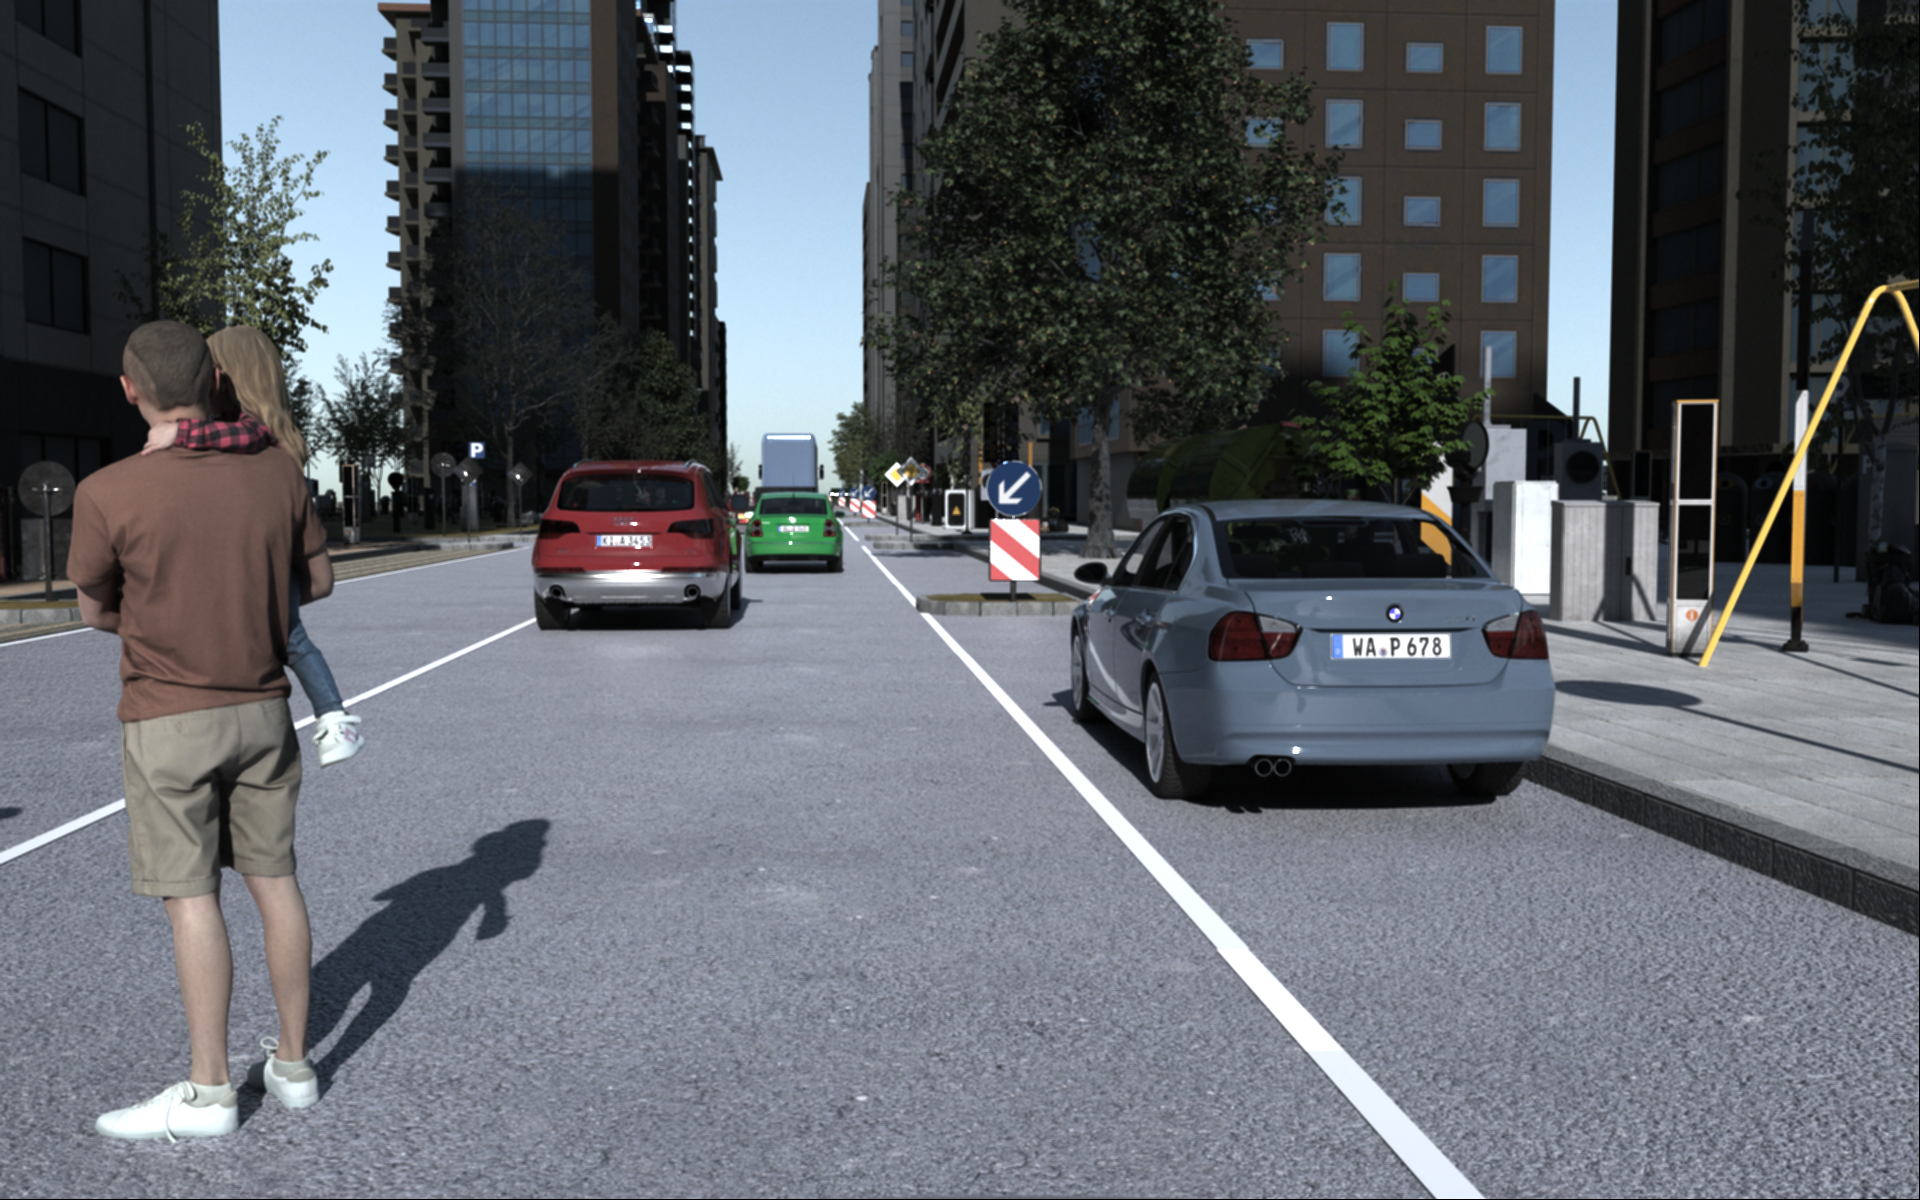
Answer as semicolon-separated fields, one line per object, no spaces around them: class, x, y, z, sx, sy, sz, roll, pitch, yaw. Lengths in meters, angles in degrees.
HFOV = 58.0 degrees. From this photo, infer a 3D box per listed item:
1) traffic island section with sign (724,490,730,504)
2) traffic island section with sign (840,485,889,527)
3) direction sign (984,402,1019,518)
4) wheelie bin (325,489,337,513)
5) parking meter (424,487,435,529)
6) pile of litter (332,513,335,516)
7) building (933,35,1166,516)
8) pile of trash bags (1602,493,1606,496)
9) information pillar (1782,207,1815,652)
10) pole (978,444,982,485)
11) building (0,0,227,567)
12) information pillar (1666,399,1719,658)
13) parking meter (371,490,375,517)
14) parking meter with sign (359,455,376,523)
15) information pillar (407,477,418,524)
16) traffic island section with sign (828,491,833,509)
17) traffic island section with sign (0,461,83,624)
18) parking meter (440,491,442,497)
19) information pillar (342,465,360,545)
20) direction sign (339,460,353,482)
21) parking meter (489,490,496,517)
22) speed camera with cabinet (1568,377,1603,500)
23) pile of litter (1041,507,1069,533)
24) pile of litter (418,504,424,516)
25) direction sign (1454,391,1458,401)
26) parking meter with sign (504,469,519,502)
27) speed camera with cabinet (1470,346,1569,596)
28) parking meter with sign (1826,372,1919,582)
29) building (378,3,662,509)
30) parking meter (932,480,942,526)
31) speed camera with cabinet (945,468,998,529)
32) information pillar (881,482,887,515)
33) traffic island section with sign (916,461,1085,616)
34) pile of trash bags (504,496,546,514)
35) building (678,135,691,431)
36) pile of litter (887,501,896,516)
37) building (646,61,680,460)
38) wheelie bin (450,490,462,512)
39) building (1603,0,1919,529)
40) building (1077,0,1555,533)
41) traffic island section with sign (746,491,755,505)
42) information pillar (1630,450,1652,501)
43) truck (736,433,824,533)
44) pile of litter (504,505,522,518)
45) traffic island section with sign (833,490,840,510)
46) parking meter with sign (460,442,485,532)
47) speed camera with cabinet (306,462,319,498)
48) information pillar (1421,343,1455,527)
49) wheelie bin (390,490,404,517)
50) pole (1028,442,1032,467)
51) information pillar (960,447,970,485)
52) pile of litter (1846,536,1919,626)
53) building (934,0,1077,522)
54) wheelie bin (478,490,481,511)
traffic island section with sign;-24.069;-10.440;179.327;1.989;1.847;2.006;0;4;-5
traffic island section with sign;-4.174;-4.167;76.766;1.989;1.847;2.006;0;4;-5
direction sign;1.011;-3.102;42.722;0.876;3.537;0.379;1;4;14
wheelie bin;-43.353;-6.810;119.250;0.980;1.594;0.693;3;4;36
parking meter;-19.407;-3.359;63.326;0.372;1.533;0.369;0;3;0
pile of litter;-37.705;-5.397;102.199;1.719;0.858;1.176;0;4;8
building;5.570;-28.797;120.948;14.600;45.320;14.200;0;4;-5
pile of trash bags;41.717;-6.077;109.118;3.447;1.369;1.912;-1;4;-9
information pillar;6.820;-1.387;14.032;0.183;3.616;0.504;2;4;27
pole;0.815;-4.660;70.039;0.158;3.312;0.155;0;3;0
building;-27.392;-36.275;31.356;20.611;71.187;20.563;0;4;-5
information pillar;5.760;-0.559;13.635;0.304;2.012;0.304;1;4;15
parking meter;-32.755;-5.383;96.421;0.372;1.533;0.369;0;3;0
parking meter with sign;-26.974;-5.031;78.511;0.543;3.016;1.738;-2;4;-33
information pillar;-23.718;-4.314;75.030;0.304;2.012;0.304;2;4;29
traffic island section with sign;-10.604;-8.872;153.688;1.989;1.847;2.006;0;4;-5
traffic island section with sign;-10.733;-0.693;19.966;1.989;1.847;2.006;0;4;-5
parking meter;-36.379;-6.936;121.817;0.372;1.533;0.369;0;3;0
information pillar;-15.300;-2.387;43.513;0.304;2.012;0.304;0;4;4
direction sign;-41.169;-7.600;116.251;0.876;3.537;0.379;-1;4;-16
parking meter;-26.372;-5.465;97.761;0.372;1.533;0.369;0;3;0
speed camera with cabinet;9.736;-2.135;29.247;2.038;3.252;0.660;0;4;4
pile of litter;2.928;-2.696;58.037;1.719;0.858;1.176;-2;4;-26
pile of litter;-31.663;-5.364;101.668;1.176;0.858;1.719;-1;4;-11
direction sign;10.521;-2.811;37.952;0.876;3.537;0.379;-2;4;-24
parking meter with sign;-30.097;-7.435;117.829;1.738;3.016;0.543;2;4;24
speed camera with cabinet;7.233;-1.729;22.605;0.660;3.252;2.038;0;4;2
parking meter with sign;13.529;-1.770;25.205;1.738;3.016;0.543;-1;4;-11
building;-38.498;-30.573;154.490;22.147;44.769;28.867;0;4;-5
parking meter;-0.923;-3.911;69.661;0.255;1.863;0.399;-3;5;-45
speed camera with cabinet;0.489;-4.194;62.901;2.038;3.252;0.660;1;4;18
information pillar;-4.611;-6.158;105.170;0.304;2.012;0.304;-1;4;-14
traffic island section with sign;0.472;-0.774;21.290;1.989;1.847;2.006;0;4;-5
pile of trash bags;-25.581;-5.660;102.295;3.447;1.369;1.912;3;5;40
building;-37.263;-31.033;190.991;14.154;41.232;14.086;0;4;-5
pile of litter;-3.632;-5.308;100.750;1.176;0.858;1.719;-2;4;-29
building;-36.104;-32.179;176.242;14.600;45.320;14.200;0;4;-5
wheelie bin;-36.254;-7.157;124.932;0.693;1.594;0.980;2;4;31
building;41.187;-25.384;69.651;28.867;44.769;22.147;0;4;-5
building;12.074;-25.277;63.382;14.200;45.320;14.600;0;4;-5
traffic island section with sign;-30.976;-15.496;261.980;1.989;1.847;2.006;0;4;-5
information pillar;11.422;-1.504;29.088;0.304;2.012;0.304;1;4;15
truck;-7.280;-4.969;70.995;2.967;4.110;18.799;0;4;-3
pile of litter;-23.677;-4.784;92.183;1.719;0.858;1.176;-2;4;-29
traffic island section with sign;-6.417;-5.810;103.628;1.989;1.847;2.006;0;4;-5
parking meter with sign;-16.621;-3.826;58.816;0.543;3.016;1.738;-2;4;-30
speed camera with cabinet;-39.467;-6.741;104.543;0.660;3.252;2.038;0;4;7
information pillar;7.487;-2.186;27.099;0.504;3.616;0.183;2;4;30
wheelie bin;-31.093;-5.376;95.803;0.693;1.594;0.980;-2;4;-30
pole;2.751;-4.549;68.211;0.158;3.312;0.155;0;3;0
information pillar;0.228;-5.085;74.492;0.504;3.616;0.183;3;5;41
pile of litter;9.634;-0.216;17.502;1.176;0.858;1.719;2;4;24
building;10.000;-28.463;89.069;21.300;48.544;21.600;0;4;-5
wheelie bin;-35.222;-7.244;126.339;0.980;1.594;0.693;-1;4;-13
